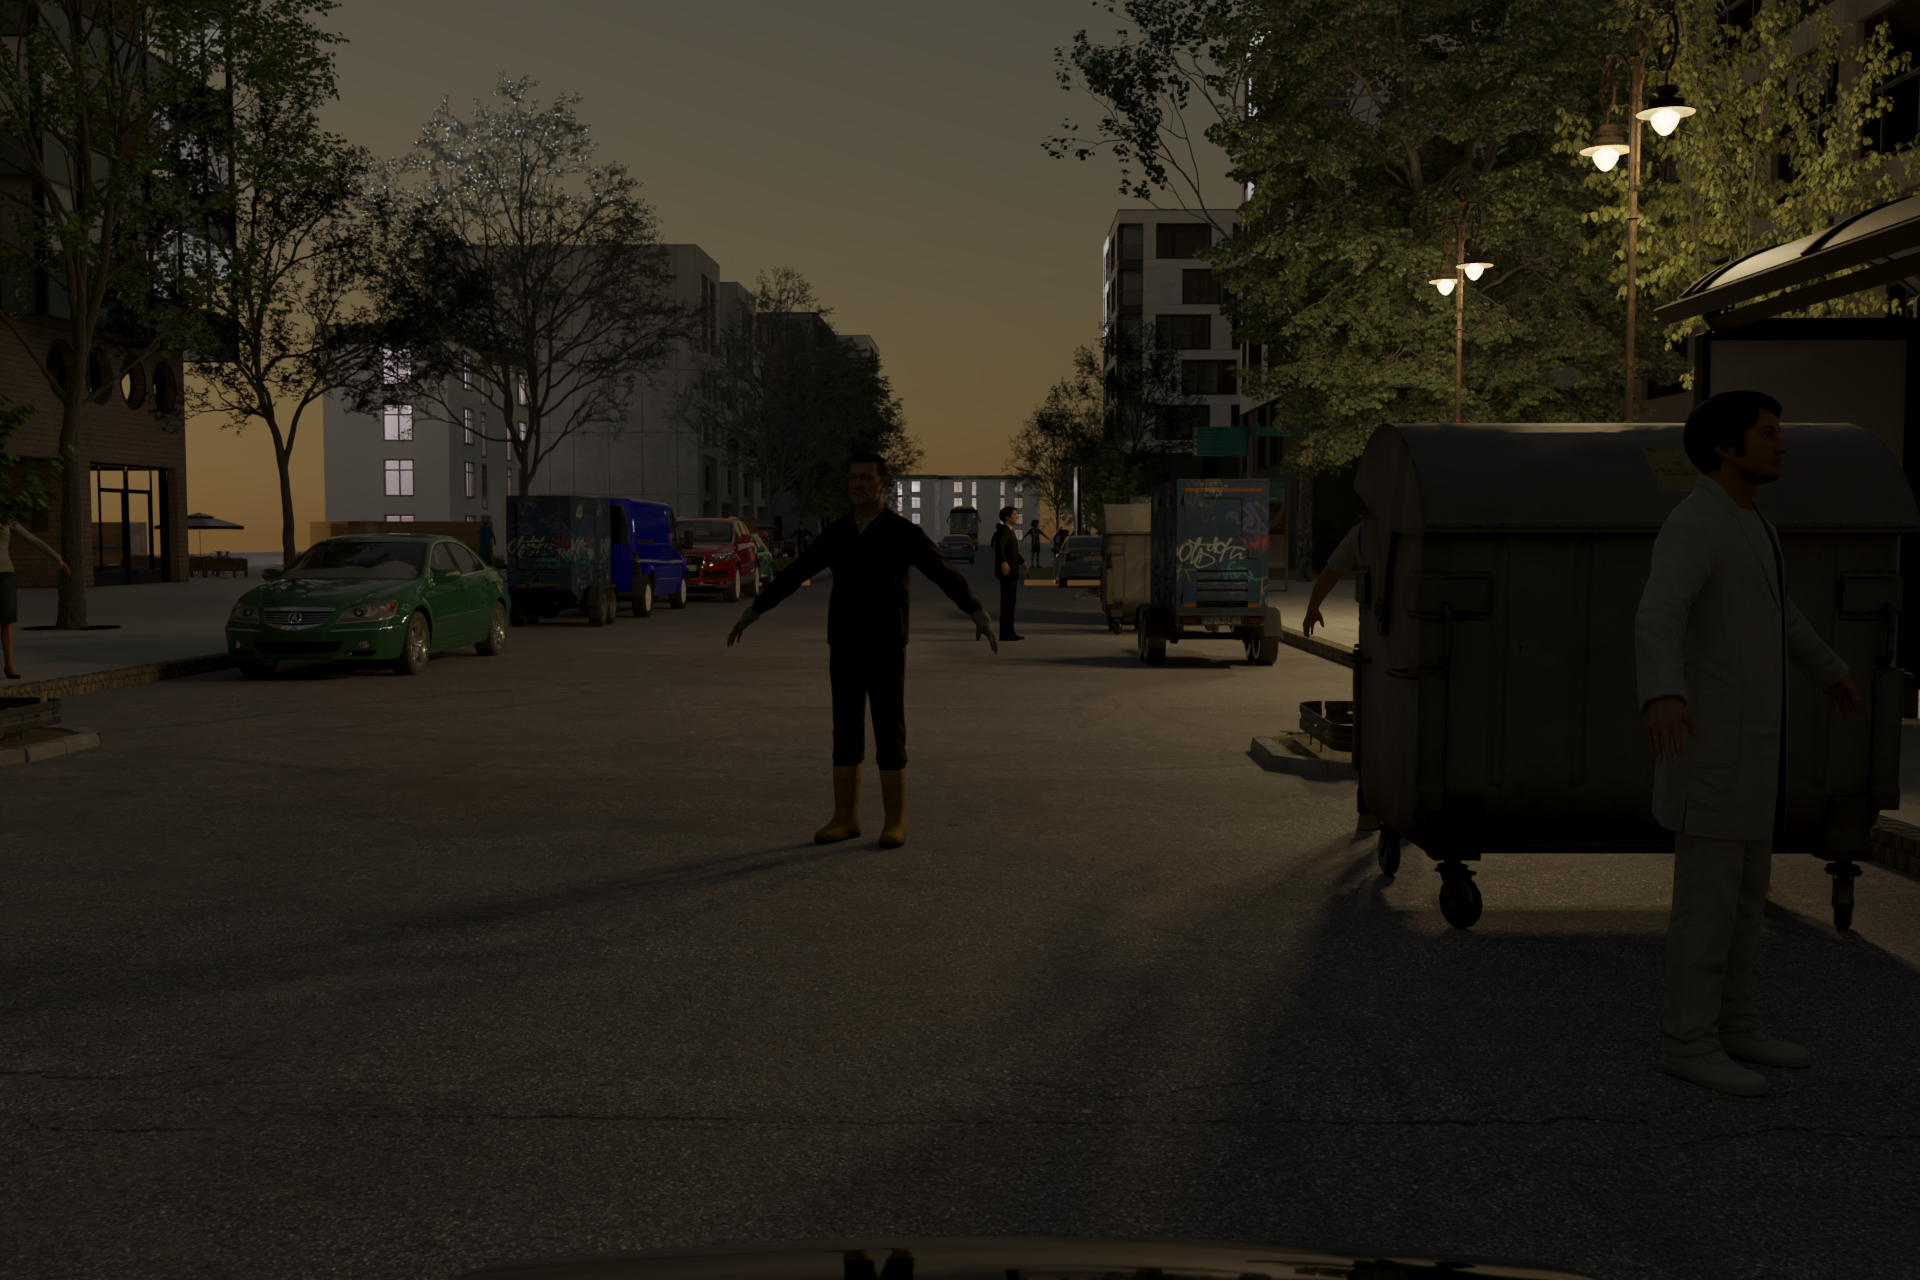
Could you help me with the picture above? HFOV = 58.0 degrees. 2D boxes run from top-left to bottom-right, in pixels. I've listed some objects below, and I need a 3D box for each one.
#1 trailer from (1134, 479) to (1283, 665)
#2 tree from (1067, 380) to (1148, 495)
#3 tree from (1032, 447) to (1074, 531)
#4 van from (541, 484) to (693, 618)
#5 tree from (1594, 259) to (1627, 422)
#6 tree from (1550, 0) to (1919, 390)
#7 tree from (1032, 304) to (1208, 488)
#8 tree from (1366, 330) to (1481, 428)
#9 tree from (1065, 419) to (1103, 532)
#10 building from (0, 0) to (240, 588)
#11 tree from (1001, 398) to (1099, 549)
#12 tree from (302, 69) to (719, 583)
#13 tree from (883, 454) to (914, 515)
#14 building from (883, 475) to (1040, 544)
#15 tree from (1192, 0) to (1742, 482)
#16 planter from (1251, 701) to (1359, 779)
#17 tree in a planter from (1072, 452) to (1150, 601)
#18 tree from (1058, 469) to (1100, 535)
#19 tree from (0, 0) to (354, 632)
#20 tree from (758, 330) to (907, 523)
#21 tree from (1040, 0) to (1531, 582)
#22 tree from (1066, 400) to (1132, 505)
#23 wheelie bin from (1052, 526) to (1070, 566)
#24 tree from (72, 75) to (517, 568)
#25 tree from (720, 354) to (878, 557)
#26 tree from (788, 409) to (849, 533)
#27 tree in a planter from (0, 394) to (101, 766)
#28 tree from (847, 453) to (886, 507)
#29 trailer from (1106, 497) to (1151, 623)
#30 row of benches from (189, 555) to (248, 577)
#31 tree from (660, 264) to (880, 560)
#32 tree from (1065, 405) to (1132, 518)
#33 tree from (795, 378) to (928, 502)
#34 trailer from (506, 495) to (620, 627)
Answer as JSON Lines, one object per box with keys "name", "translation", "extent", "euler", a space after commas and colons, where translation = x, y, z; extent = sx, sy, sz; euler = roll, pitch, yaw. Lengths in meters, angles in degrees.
{"name": "trailer", "translation": [2.744, -0.789, 19.944], "extent": [1.471, 1.999, 3.904], "euler": [0, 4, 0]}
{"name": "tree", "translation": [7.359, -8.037, 81.759], "extent": [4.360, 8.622, 3.978], "euler": [0, 3, 0]}
{"name": "tree", "translation": [7.898, -11.572, 139.558], "extent": [4.360, 8.622, 3.978], "euler": [0, 3, 0]}
{"name": "van", "translation": [-6.231, -1.651, 31.374], "extent": [2.240, 2.365, 5.245], "euler": [0, 4, 2]}
{"name": "tree", "translation": [23.734, -7.856, 54.209], "extent": [9.928, 11.665, 9.643], "euler": [0, 3, 0]}
{"name": "tree", "translation": [8.702, -4.214, 19.263], "extent": [4.737, 8.622, 4.395], "euler": [0, 3, 0]}
{"name": "tree", "translation": [6.610, -8.379, 71.405], "extent": [8.767, 10.594, 7.601], "euler": [2, 4, 27]}
{"name": "tree", "translation": [15.801, -6.598, 58.243], "extent": [4.737, 8.622, 4.395], "euler": [0, 3, 0]}
{"name": "tree", "translation": [7.629, -9.452, 104.908], "extent": [4.360, 8.622, 3.978], "euler": [0, 3, 0]}
{"name": "building", "translation": [-30.526, -13.470, 26.812], "extent": [21.656, 26.213, 47.522], "euler": [0, 4, 0]}
{"name": "tree", "translation": [8.625, -14.883, 153.698], "extent": [12.009, 13.543, 11.850], "euler": [0, 3, 0]}
{"name": "tree", "translation": [-11.500, -8.271, 45.608], "extent": [12.009, 13.543, 11.850], "euler": [0, 3, 0]}
{"name": "tree", "translation": [-6.835, -12.448, 153.886], "extent": [4.360, 8.622, 3.978], "euler": [0, 3, 0]}
{"name": "building", "translation": [-2.863, -18.323, 244.185], "extent": [28.070, 9.664, 9.099], "euler": [0, 4, 7]}
{"name": "tree", "translation": [8.695, -7.575, 30.509], "extent": [9.857, 13.997, 8.962], "euler": [0, 3, 0]}
{"name": "planter", "translation": [2.898, 0.619, 11.011], "extent": [1.991, 0.319, 1.994], "euler": [0, 4, 2]}
{"name": "tree in a planter", "translation": [3.464, -2.472, 37.643], "extent": [1.991, 3.239, 1.994], "euler": [0, 4, 0]}
{"name": "tree", "translation": [17.965, -20.700, 245.102], "extent": [9.857, 13.997, 8.962], "euler": [0, 3, 0]}
{"name": "tree", "translation": [-11.783, -5.944, 22.936], "extent": [9.928, 11.665, 9.643], "euler": [0, 3, 0]}
{"name": "tree", "translation": [-8.091, -12.426, 109.822], "extent": [9.857, 13.997, 8.962], "euler": [0, 3, 0]}
{"name": "tree", "translation": [8.392, -11.560, 44.901], "extent": [12.611, 20.169, 13.585], "euler": [0, 3, 0]}
{"name": "tree", "translation": [7.732, -8.723, 92.978], "extent": [4.737, 8.622, 4.395], "euler": [0, 3, 0]}
{"name": "wheelie bin", "translation": [3.936, -3.643, 67.473], "extent": [0.693, 1.594, 0.980], "euler": [0, 4, 0]}
{"name": "tree", "translation": [-12.699, -6.018, 32.810], "extent": [8.767, 10.594, 7.601], "euler": [-1, 4, -15]}
{"name": "tree", "translation": [-8.493, -9.558, 90.683], "extent": [8.767, 10.594, 7.601], "euler": [0, 4, -1]}
{"name": "tree", "translation": [-7.803, -8.990, 97.343], "extent": [4.737, 8.622, 4.395], "euler": [0, 3, 0]}
{"name": "tree in a planter", "translation": [-6.823, -0.853, 11.172], "extent": [1.991, 3.239, 1.994], "euler": [0, 4, 1]}
{"name": "tree", "translation": [-7.666, -11.630, 140.518], "extent": [4.737, 8.622, 4.395], "euler": [0, 3, 0]}
{"name": "trailer", "translation": [3.102, -1.319, 28.615], "extent": [1.471, 1.999, 3.904], "euler": [0, 4, 0]}
{"name": "row of benches", "translation": [-23.413, -2.238, 52.062], "extent": [4.104, 0.672, 1.422], "euler": [1, 4, 13]}
{"name": "tree", "translation": [-8.453, -10.273, 78.330], "extent": [12.009, 13.543, 11.850], "euler": [0, 3, 0]}
{"name": "tree", "translation": [7.732, -9.115, 99.389], "extent": [4.360, 8.622, 3.978], "euler": [0, 3, 0]}
{"name": "tree", "translation": [-7.394, -13.454, 130.345], "extent": [12.009, 13.543, 11.850], "euler": [0, 3, 0]}
{"name": "trailer", "translation": [-6.216, -1.181, 26.358], "extent": [1.471, 1.999, 3.904], "euler": [0, 4, 1]}
